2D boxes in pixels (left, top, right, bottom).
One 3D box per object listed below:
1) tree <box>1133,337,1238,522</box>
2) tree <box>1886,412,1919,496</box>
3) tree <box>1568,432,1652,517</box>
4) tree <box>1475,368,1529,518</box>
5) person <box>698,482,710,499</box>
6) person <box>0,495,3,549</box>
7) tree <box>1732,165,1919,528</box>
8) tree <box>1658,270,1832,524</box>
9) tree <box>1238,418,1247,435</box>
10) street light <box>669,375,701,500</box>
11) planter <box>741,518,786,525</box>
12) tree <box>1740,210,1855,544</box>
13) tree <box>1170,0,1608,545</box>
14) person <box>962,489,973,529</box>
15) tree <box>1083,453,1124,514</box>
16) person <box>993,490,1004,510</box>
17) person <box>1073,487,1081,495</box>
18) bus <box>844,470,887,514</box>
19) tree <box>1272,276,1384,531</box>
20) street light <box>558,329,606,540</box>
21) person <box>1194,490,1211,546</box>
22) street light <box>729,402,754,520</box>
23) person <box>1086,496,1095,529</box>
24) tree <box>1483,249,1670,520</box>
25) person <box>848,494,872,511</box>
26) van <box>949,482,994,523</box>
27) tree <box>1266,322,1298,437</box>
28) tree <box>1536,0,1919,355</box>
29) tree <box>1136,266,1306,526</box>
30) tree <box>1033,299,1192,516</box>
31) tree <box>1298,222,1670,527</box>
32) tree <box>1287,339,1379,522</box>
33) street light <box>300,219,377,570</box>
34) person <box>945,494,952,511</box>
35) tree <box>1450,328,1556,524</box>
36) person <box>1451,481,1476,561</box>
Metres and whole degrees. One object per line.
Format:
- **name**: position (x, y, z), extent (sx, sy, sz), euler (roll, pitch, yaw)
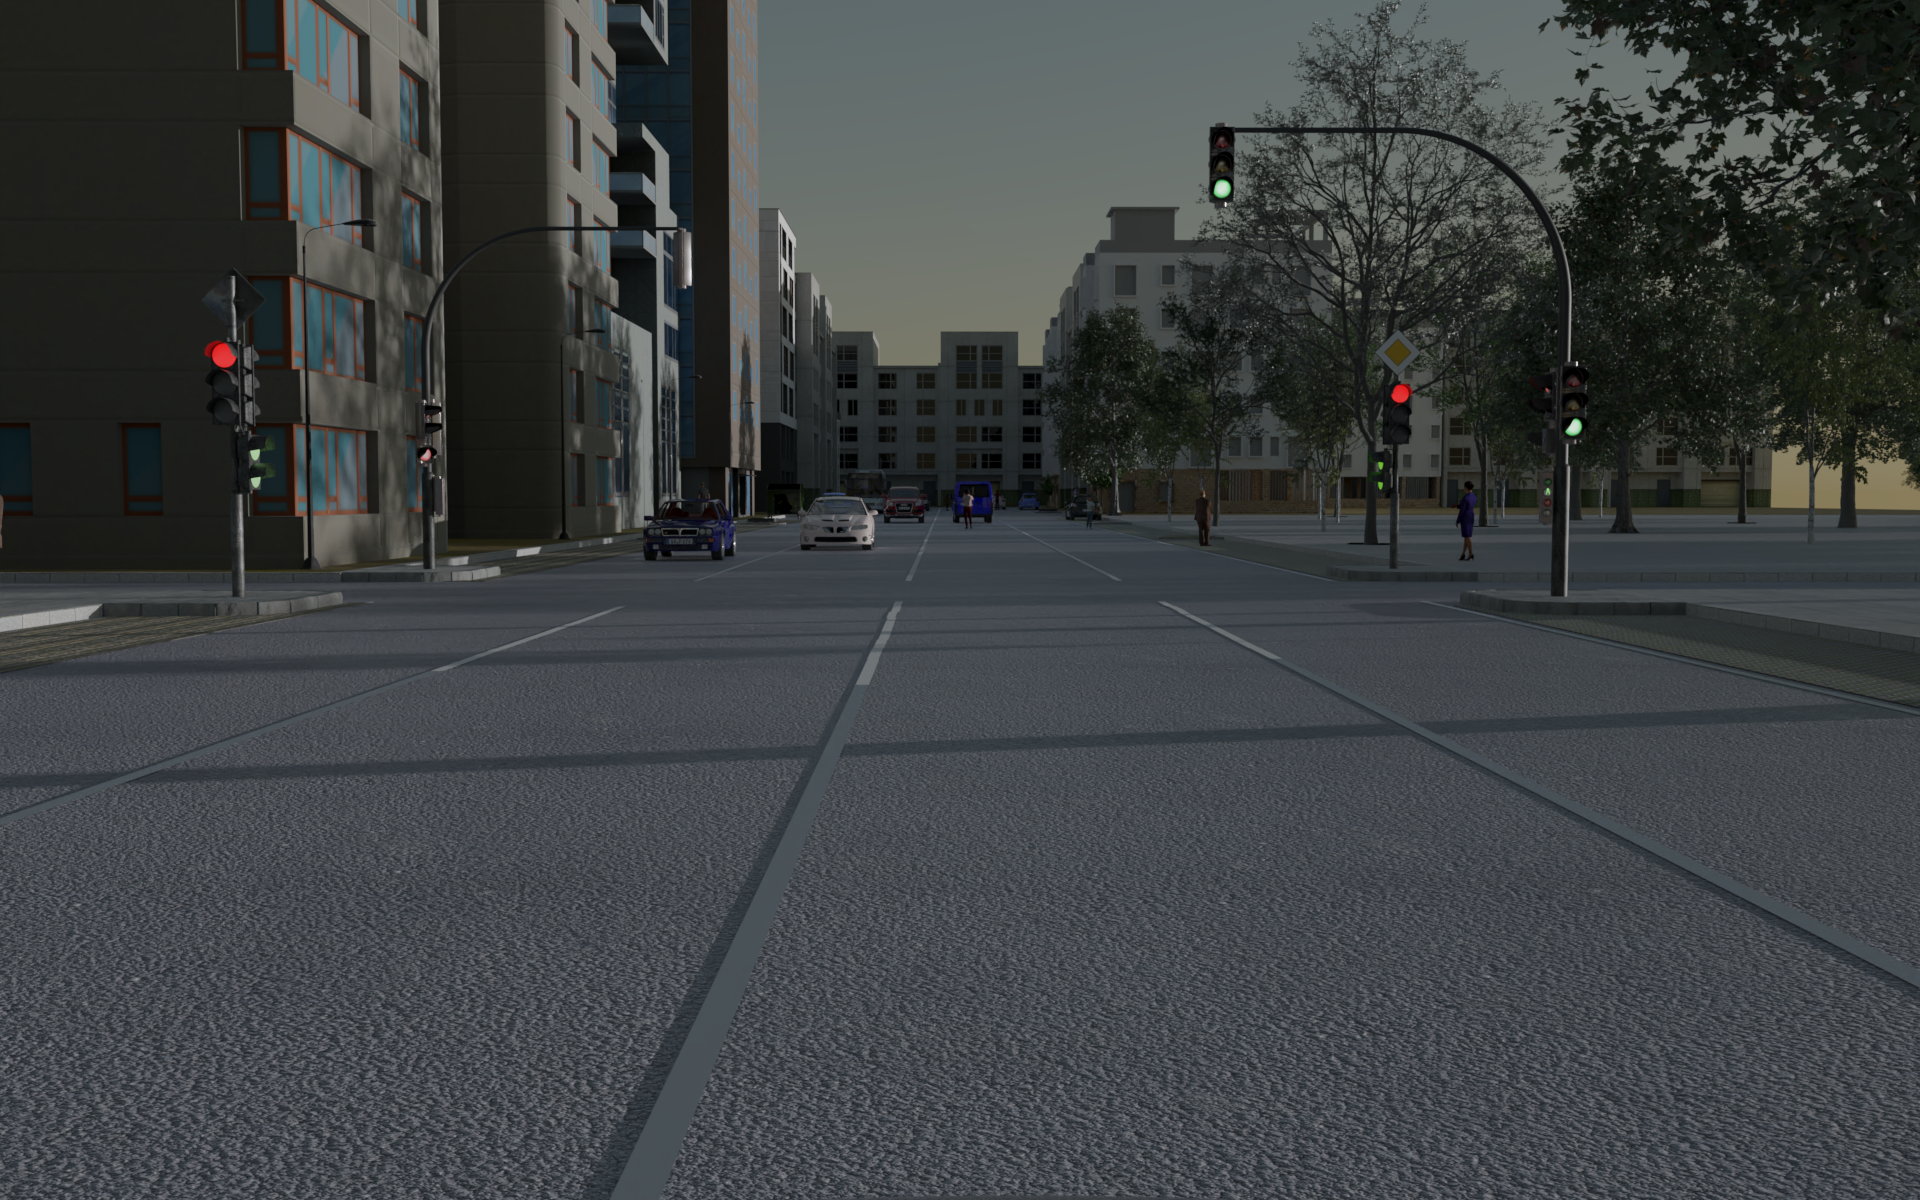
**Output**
- **tree**: position (9.860, -7.982, 80.872), extent (4.737, 8.622, 4.395), euler (0, 3, 0)
- **tree**: position (52.411, -7.605, 87.255), extent (11.467, 7.101, 20.602), euler (1, 4, 20)
- **tree**: position (35.524, -8.865, 95.309), extent (4.737, 8.622, 4.395), euler (0, 3, 0)
- **tree**: position (29.826, -8.809, 94.384), extent (4.360, 8.622, 3.978), euler (0, 3, 0)
- **person**: position (-11.469, -4.352, 77.330), extent (0.598, 1.807, 0.434), euler (-2, 4, -31)
- **person**: position (-10.632, -0.644, 18.846), extent (0.482, 1.546, 0.388), euler (2, 4, 33)
- **tree**: position (33.879, -9.714, 65.476), extent (9.857, 13.997, 8.962), euler (0, 3, 0)
- **tree**: position (33.937, -9.141, 75.216), extent (9.928, 11.665, 9.643), euler (0, 3, 0)
- **tree**: position (12.667, -8.544, 90.053), extent (4.737, 8.622, 4.395), euler (0, 3, 0)
- **street light**: position (-10.799, -5.826, 67.790), extent (1.470, 5.913, 1.316), euler (0, 4, 0)
- **planter**: position (-9.192, -3.676, 81.237), extent (1.991, 0.319, 1.994), euler (0, 4, 0)
- **tree**: position (22.198, -5.757, 44.486), extent (4.737, 8.622, 4.395), euler (0, 3, 0)
- **tree**: position (10.320, -8.132, 43.329), extent (12.009, 13.543, 11.850), euler (0, 3, 0)
- **person**: position (0.298, -3.784, 71.832), extent (0.517, 1.644, 0.566), euler (2, 4, 30)
- **tree**: position (9.251, -7.843, 111.954), extent (4.285, 4.588, 4.351), euler (0, 3, 0)
- **person**: position (3.316, -8.952, 154.795), extent (1.348, 1.831, 0.705), euler (-1, 4, -21)
- **person**: position (8.697, -7.454, 127.789), extent (0.599, 1.838, 0.709), euler (-1, 4, -18)
- **bus**: position (-6.839, -8.149, 128.101), extent (2.948, 3.499, 13.247), euler (0, 4, -1)
- **tree**: position (12.618, -6.685, 59.661), extent (4.360, 8.622, 3.978), euler (0, 3, 0)
- **street light**: position (-10.650, -4.663, 48.775), extent (1.470, 5.913, 1.316), euler (0, 4, 0)
- **person**: position (6.644, -2.241, 47.409), extent (0.482, 1.546, 0.388), euler (2, 4, 25)
- **street light**: position (-11.016, -7.004, 87.051), extent (1.470, 5.913, 1.316), euler (0, 4, 0)
- **person**: position (5.326, -3.578, 70.916), extent (0.435, 1.345, 0.340), euler (1, 4, 20)
- **tree**: position (30.339, -10.898, 84.838), extent (9.857, 13.997, 8.962), euler (0, 3, 0)
- **person**: position (-3.176, -2.609, 54.340), extent (0.799, 1.438, 0.628), euler (-2, 4, -25)
- **van**: position (0.608, -5.042, 86.825), extent (2.240, 2.365, 5.245), euler (0, 4, -2)
- **tree**: position (20.852, -10.396, 95.724), extent (9.928, 11.665, 9.643), euler (0, 3, 0)
- **tree**: position (9.502, -5.805, 11.918), extent (9.611, 12.733, 9.660), euler (0, 3, 0)
- **tree**: position (10.481, -8.210, 68.650), extent (7.601, 10.594, 8.767), euler (-2, 4, -27)
- **tree**: position (9.139, -11.345, 102.494), extent (9.611, 12.733, 9.660), euler (0, 3, 0)
- **tree**: position (20.232, -8.649, 67.171), extent (9.928, 11.665, 9.643), euler (0, 3, 0)
- **tree**: position (16.829, -7.811, 78.078), extent (4.737, 8.622, 4.395), euler (0, 3, 0)
- **street light**: position (-10.535, -3.477, 29.393), extent (1.470, 5.913, 1.316), euler (0, 4, 0)
- **person**: position (-1.057, -8.342, 148.150), extent (0.557, 1.426, 1.065), euler (-2, 4, -31)
- **tree**: position (22.990, -7.569, 74.123), extent (4.737, 8.622, 4.395), euler (0, 3, 0)
- **person**: position (9.652, -1.524, 33.331), extent (0.546, 1.535, 0.453), euler (2, 4, 33)
